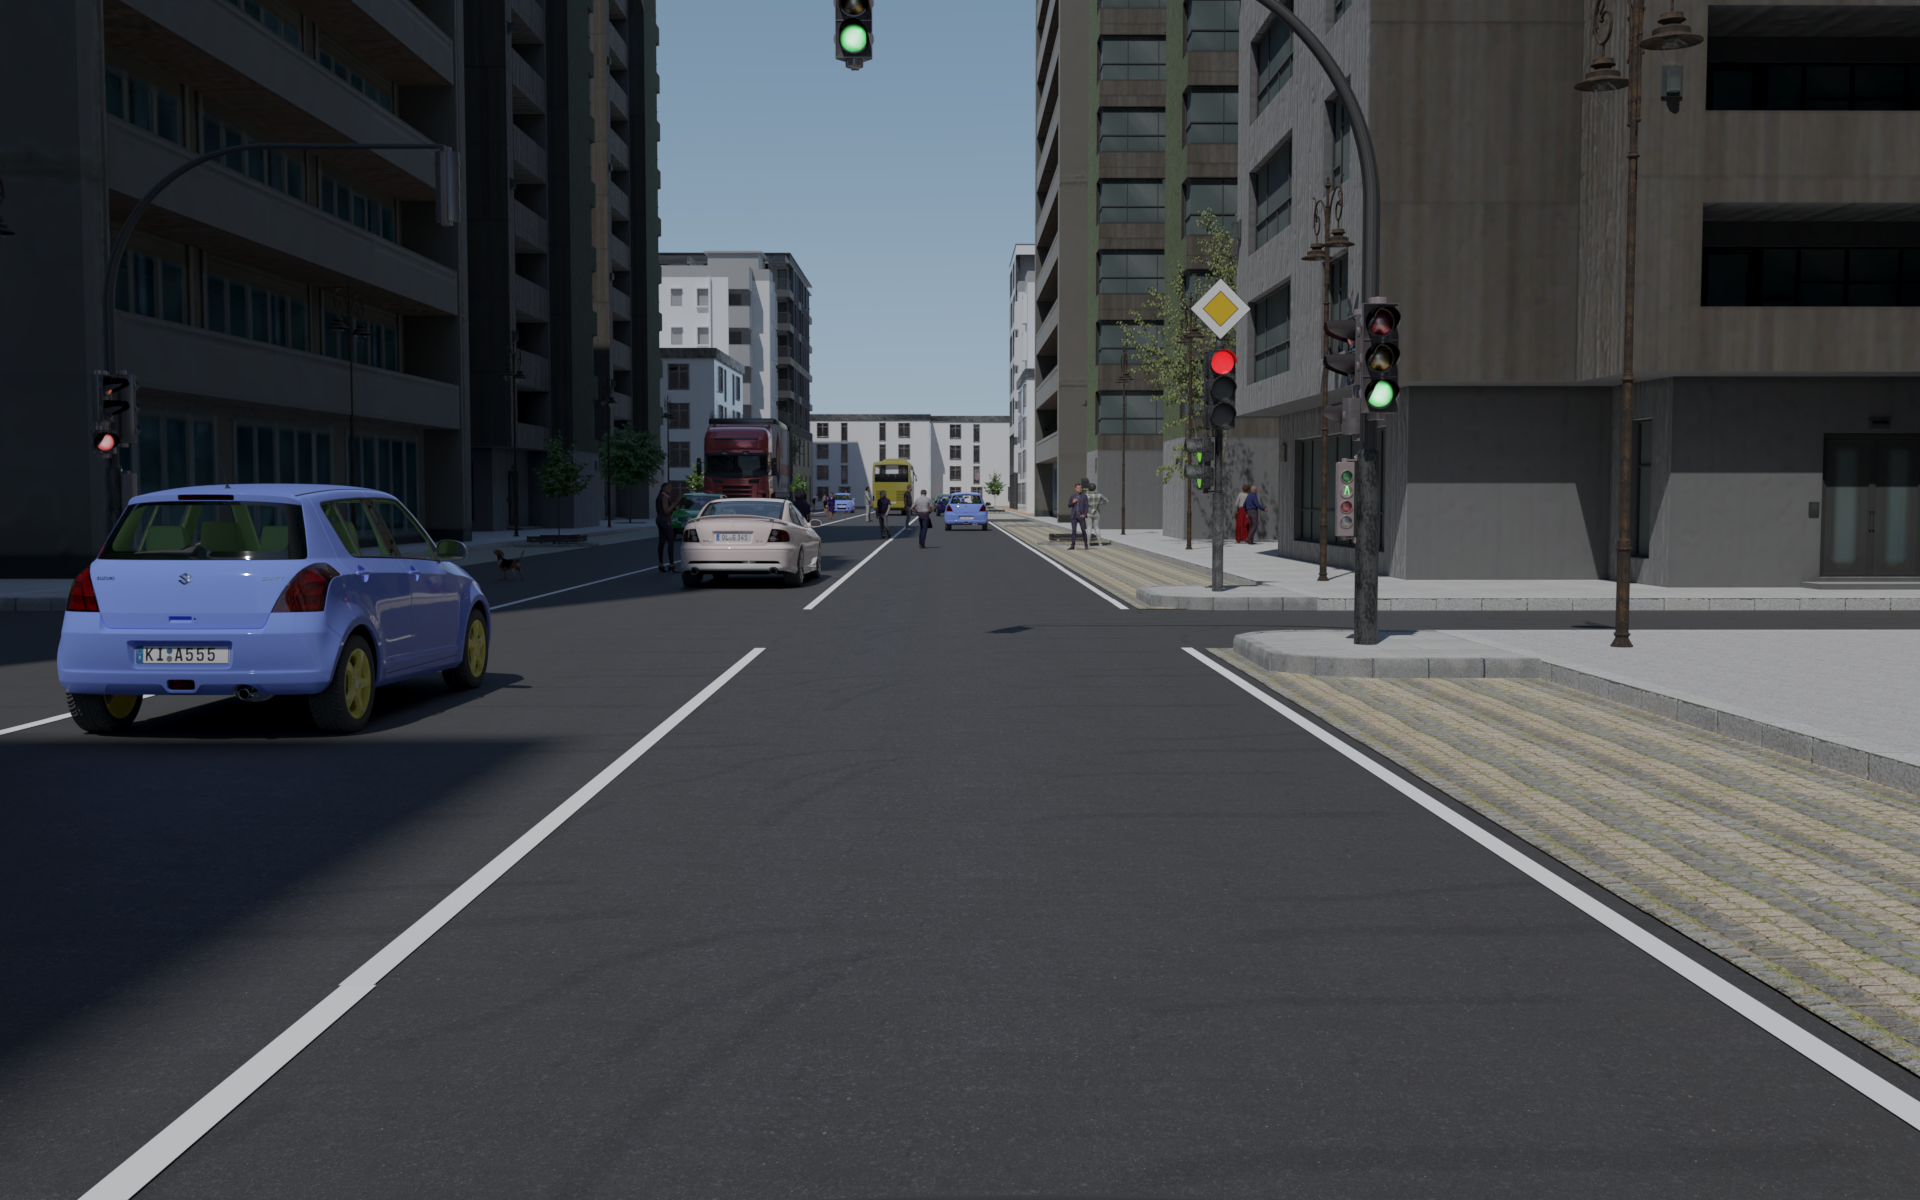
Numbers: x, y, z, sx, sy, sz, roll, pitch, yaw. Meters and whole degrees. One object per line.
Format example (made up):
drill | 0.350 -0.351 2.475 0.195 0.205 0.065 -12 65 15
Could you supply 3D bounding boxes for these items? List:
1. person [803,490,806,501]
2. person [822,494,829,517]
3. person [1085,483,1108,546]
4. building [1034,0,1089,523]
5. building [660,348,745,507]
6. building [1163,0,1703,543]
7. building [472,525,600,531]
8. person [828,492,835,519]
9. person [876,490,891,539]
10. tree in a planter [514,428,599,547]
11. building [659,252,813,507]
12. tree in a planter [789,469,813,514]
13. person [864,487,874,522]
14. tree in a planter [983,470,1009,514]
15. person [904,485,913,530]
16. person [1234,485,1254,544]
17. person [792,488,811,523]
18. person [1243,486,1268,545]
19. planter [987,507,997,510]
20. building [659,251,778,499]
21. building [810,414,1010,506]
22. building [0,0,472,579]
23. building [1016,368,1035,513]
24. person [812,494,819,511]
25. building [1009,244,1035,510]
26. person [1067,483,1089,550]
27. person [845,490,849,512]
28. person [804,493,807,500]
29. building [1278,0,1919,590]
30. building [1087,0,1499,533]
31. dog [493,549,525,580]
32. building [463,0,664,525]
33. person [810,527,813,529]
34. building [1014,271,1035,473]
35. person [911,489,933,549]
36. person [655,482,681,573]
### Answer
person | -11.014 -6.805 120.588 0.721 1.723 1.217 2 4 24
person | -8.542 -6.026 110.261 0.421 1.427 0.697 0 4 6
person | 3.608 -2.320 47.156 0.841 1.734 0.376 0 4 -5
building | 14.944 -28.291 86.266 21.300 48.544 21.600 0 4 0
building | -18.605 -10.471 113.340 9.099 9.664 28.070 0 4 0
building | 13.255 -17.306 54.663 14.160 30.474 14.107 0 4 0
building | -21.372 -17.721 61.436 14.160 30.474 14.107 0 4 0
person | -7.273 -5.327 97.964 0.453 1.535 0.546 0 4 -5
person | -2.358 -2.713 55.074 0.471 1.553 0.569 -2 4 -27
tree in a planter | -10.965 -3.060 47.254 1.991 3.239 1.994 0 4 0
building | -30.745 -19.360 160.517 32.646 21.610 27.936 0 4 0
tree in a planter | -11.601 -7.779 124.407 1.991 3.239 1.994 0 4 0
person | -4.667 -4.922 89.125 0.789 1.805 0.875 -1 4 -8
tree in a planter | 2.543 -7.842 125.433 1.991 3.239 1.994 0 4 0
person | -2.019 -3.674 68.698 0.434 1.807 0.598 2 4 27
person | 7.325 -2.212 44.681 0.523 1.526 0.387 2 4 23
person | -3.248 -1.469 34.725 0.569 1.553 0.471 -1 4 -12
person | 7.502 -2.152 43.922 0.600 1.496 0.574 0 3 0
planter | 2.305 -8.100 153.576 1.991 0.319 1.994 0 4 0
building | -21.959 -16.897 132.681 16.016 20.091 11.380 0 4 0
building | -3.202 -14.927 186.204 28.070 9.664 9.099 0 4 0
building | -23.829 -25.159 35.057 21.300 48.544 21.600 0 4 0
building | 8.872 -10.621 115.803 9.099 9.664 28.070 0 4 0
person | -12.260 -8.278 147.029 0.628 1.438 0.799 0 4 -3
building | 18.346 -19.203 157.942 27.936 21.610 32.646 0 4 0
person | 3.011 -2.124 44.142 0.541 1.710 0.530 2 4 30
person | -8.911 -7.706 135.205 0.721 1.735 1.217 -3 4 -37
person | -13.905 -9.003 154.168 0.541 1.710 0.530 1 4 14
building | 12.593 -15.684 28.133 14.107 30.474 14.160 0 4 0
building | 11.934 -18.167 68.733 14.160 30.474 14.107 0 4 0
dog | -7.542 -0.592 28.965 0.540 0.507 0.406 -1 4 -10
building | -23.023 -19.238 86.241 14.160 30.474 14.107 0 4 0
person | -4.303 -1.901 50.061 0.357 0.543 0.381 3 4 37
building | 12.337 -17.089 135.831 16.016 20.091 11.380 0 4 0
person | -1.006 -2.147 45.813 0.614 1.554 0.590 1 4 23
person | -5.289 -1.319 31.540 0.593 1.643 0.415 1 4 21
